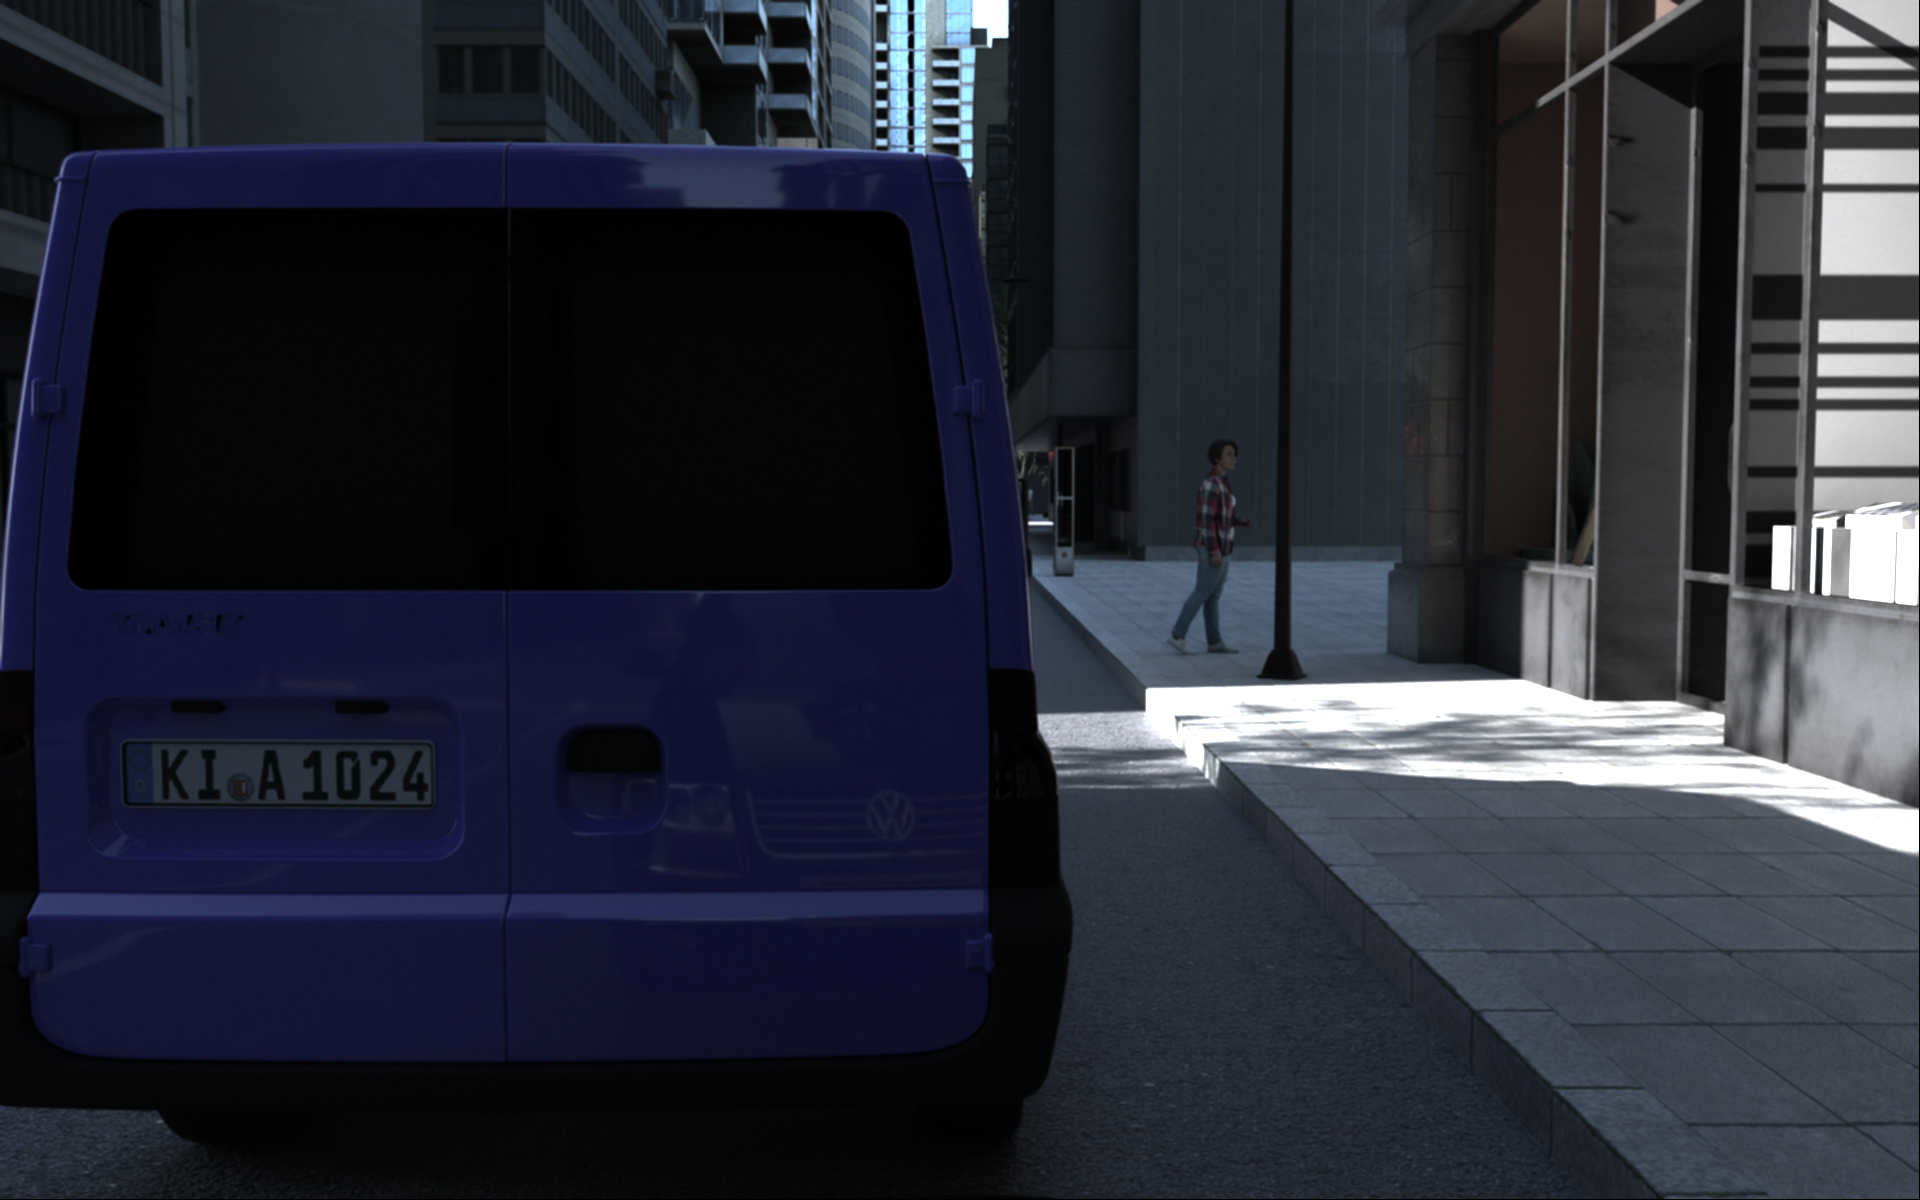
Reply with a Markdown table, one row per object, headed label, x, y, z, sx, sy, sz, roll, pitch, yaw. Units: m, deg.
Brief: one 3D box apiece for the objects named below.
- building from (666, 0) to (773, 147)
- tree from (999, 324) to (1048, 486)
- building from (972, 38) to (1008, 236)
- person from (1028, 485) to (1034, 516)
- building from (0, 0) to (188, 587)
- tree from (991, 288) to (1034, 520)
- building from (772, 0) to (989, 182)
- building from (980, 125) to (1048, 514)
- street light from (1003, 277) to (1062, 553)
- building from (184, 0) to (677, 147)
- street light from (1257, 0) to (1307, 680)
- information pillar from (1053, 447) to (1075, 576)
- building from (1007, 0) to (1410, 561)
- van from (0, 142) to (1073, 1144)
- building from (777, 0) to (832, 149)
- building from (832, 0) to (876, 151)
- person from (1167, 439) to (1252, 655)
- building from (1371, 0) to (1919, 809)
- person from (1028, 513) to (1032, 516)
| label | x | y | z | sx | sy | sz | roll | pitch | yaw |
| --- | --- | --- | --- | --- | --- | --- | --- | --- | --- |
| building | -17.605 | -47.516 | 89.558 | 22.319 | 86.520 | 31.000 | 0 | 4 | 0 |
| tree | 2.734 | -7.601 | 74.640 | 4.360 | 8.622 | 3.978 | 0 | 3 | 0 |
| building | 12.067 | -34.126 | 181.658 | 21.300 | 48.544 | 21.600 | 0 | 4 | 0 |
| person | 4.134 | -5.843 | 101.804 | 0.478 | 1.798 | 0.641 | -3 | 4 | -36 |
| building | -18.441 | -35.400 | 17.050 | 20.563 | 71.187 | 20.611 | 0 | 4 | 0 |
| tree | 3.116 | -9.837 | 86.594 | 9.928 | 11.665 | 9.643 | 0 | 3 | 0 |
| building | -8.698 | -56.612 | 238.279 | 31.000 | 86.520 | 22.319 | 0 | 4 | 0 |
| building | 9.000 | -22.445 | 138.674 | 14.160 | 30.474 | 14.107 | 0 | 4 | 0 |
| street light | 1.621 | -3.960 | 37.284 | 1.470 | 5.913 | 1.316 | 0 | 4 | 0 |
| building | -20.585 | -21.710 | 46.844 | 23.993 | 40.220 | 32.217 | 0 | 4 | 0 |
| street light | 1.712 | -2.410 | 11.938 | 1.470 | 5.913 | 1.316 | 0 | 4 | 0 |
| information pillar | 1.619 | -1.379 | 27.040 | 0.304 | 2.012 | 0.304 | 0 | 4 | -2 |
| building | 8.765 | -13.950 | 47.147 | 14.314 | 24.678 | 30.058 | 0 | 4 | 0 |
| van | -0.813 | -0.068 | 5.490 | 2.240 | 2.365 | 5.245 | 0 | 4 | -1 |
| building | -17.466 | -41.928 | 123.770 | 20.563 | 71.187 | 20.611 | 0 | 4 | 0 |
| building | -19.428 | -38.589 | 172.923 | 21.231 | 58.520 | 28.212 | 0 | 4 | 0 |
| person | 2.010 | -0.431 | 13.933 | 0.643 | 1.720 | 0.563 | 1 | 4 | 15 |
| building | 7.891 | -9.856 | 12.055 | 10.553 | 20.767 | 40.483 | 0 | 4 | 0 |
| person | 3.949 | -5.882 | 102.968 | 0.760 | 1.731 | 0.466 | 2 | 4 | 30 |
